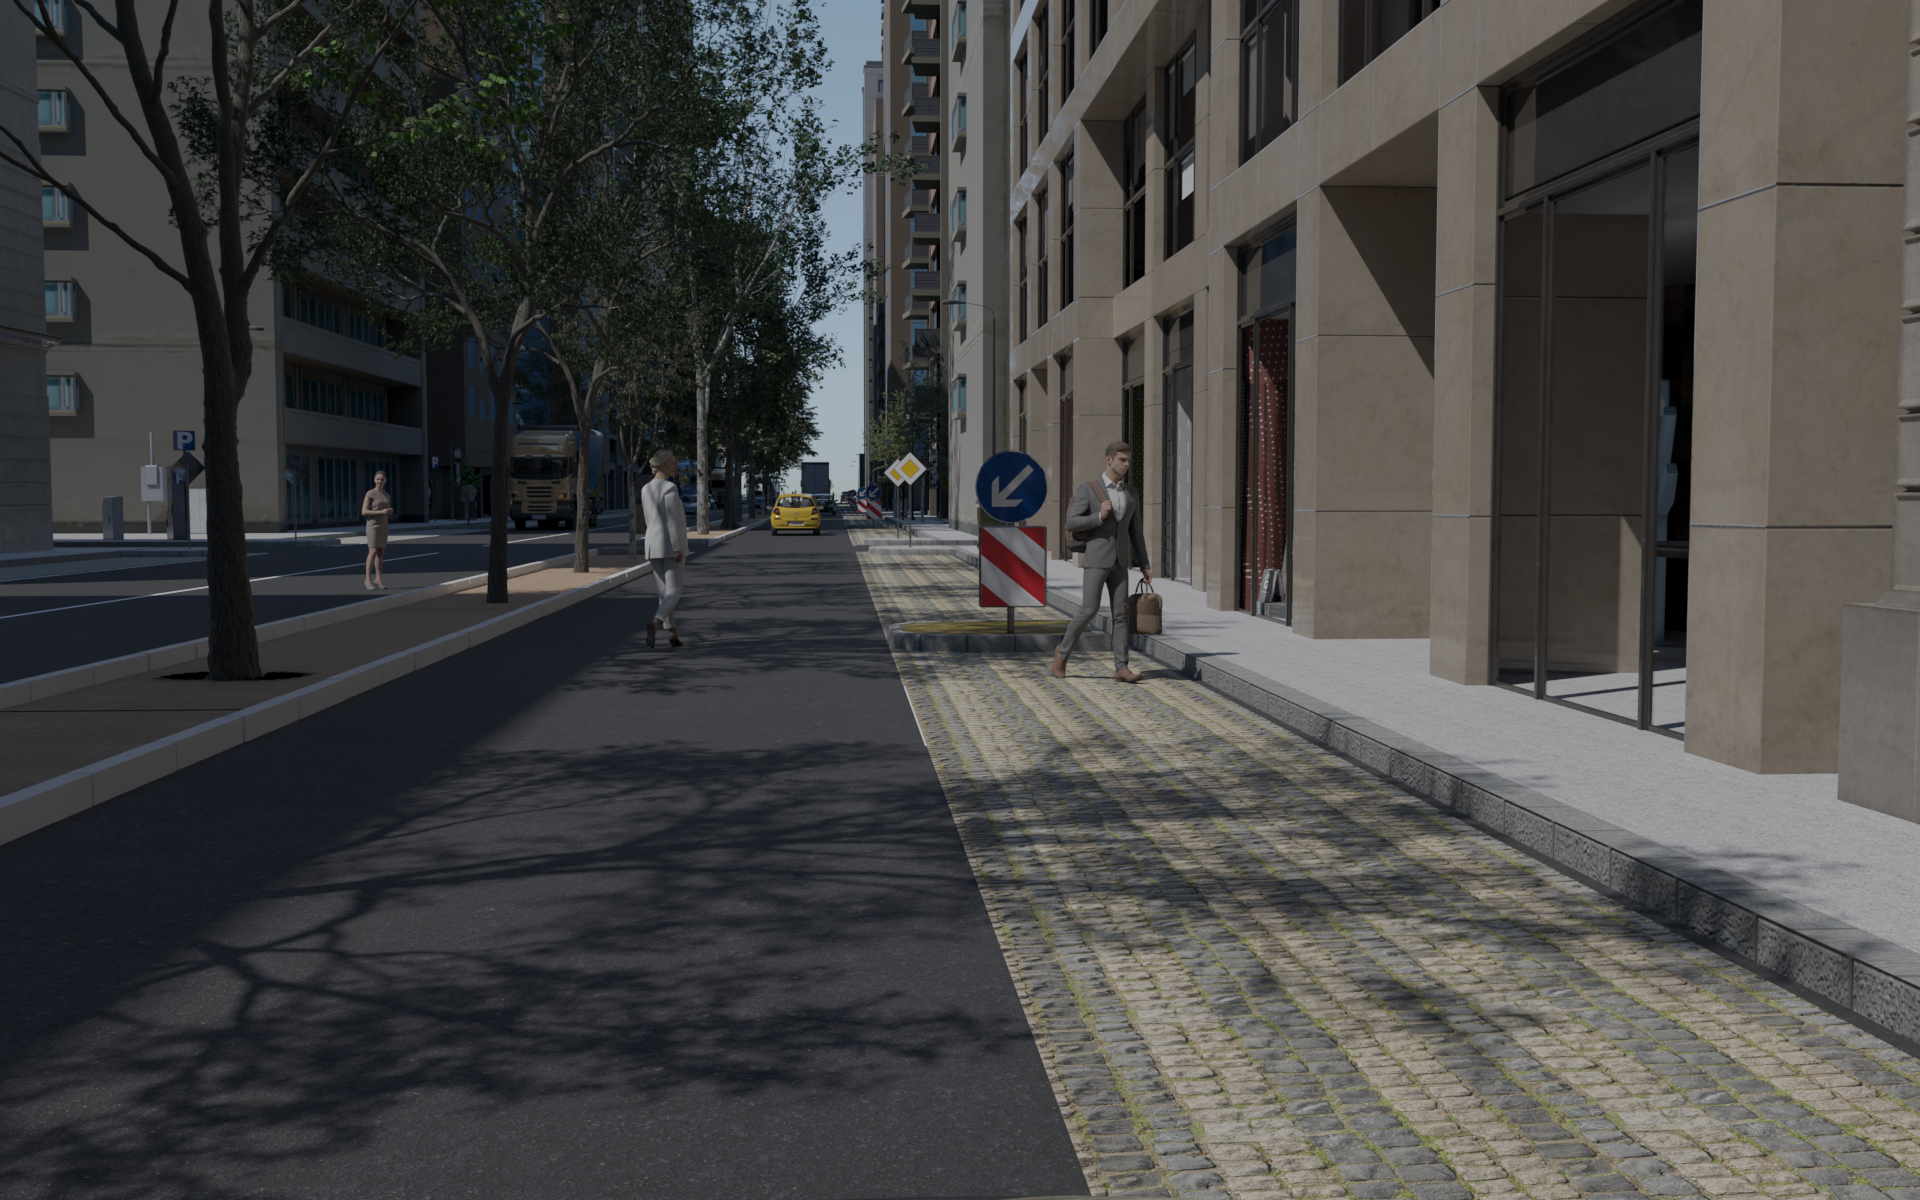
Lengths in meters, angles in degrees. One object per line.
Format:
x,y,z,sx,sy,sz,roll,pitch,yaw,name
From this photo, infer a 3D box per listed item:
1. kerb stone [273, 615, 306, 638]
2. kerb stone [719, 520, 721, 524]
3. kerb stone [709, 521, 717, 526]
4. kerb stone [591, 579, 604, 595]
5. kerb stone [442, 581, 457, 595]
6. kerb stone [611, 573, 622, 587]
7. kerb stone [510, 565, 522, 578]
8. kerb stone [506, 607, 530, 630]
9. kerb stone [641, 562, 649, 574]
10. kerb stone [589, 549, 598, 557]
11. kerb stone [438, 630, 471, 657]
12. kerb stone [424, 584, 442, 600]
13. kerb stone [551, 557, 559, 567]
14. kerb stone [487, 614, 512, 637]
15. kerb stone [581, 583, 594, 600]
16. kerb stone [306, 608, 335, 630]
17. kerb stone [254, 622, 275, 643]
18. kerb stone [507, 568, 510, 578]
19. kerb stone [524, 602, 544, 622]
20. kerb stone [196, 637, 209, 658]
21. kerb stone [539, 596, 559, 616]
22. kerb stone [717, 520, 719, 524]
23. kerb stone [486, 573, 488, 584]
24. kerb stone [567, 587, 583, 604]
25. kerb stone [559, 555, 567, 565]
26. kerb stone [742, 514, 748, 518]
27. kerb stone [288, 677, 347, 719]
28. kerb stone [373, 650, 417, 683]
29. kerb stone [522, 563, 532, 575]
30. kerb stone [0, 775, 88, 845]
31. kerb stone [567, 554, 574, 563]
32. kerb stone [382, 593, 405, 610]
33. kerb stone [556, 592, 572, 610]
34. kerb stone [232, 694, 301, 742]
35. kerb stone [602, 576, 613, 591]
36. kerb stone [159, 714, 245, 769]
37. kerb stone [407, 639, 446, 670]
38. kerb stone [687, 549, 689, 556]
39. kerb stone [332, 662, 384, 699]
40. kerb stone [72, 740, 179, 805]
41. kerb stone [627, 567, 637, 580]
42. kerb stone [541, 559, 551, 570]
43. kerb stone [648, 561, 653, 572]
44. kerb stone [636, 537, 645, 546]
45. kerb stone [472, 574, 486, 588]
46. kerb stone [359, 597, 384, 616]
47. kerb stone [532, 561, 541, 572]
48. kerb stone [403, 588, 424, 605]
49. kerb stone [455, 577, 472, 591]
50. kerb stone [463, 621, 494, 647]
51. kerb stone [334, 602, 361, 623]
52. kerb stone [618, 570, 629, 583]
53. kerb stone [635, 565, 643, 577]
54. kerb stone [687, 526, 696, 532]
-6.843,0.287,17.497,0.120,0.150,1.000,0,4,-4,kerb stone
-11.473,-3.623,81.433,0.120,0.150,1.000,0,4,-4,kerb stone
-11.331,-3.495,79.386,0.120,0.150,1.000,0,4,-4,kerb stone
-5.266,-0.160,24.810,0.120,0.150,1.000,0,4,-4,kerb stone
-7.362,-0.145,24.639,0.120,0.150,1.000,0,4,-4,kerb stone
-5.407,-0.285,26.849,0.120,0.150,1.000,0,4,-4,kerb stone
-7.721,-0.462,29.751,0.120,0.150,1.000,0,4,-4,kerb stone
-4.816,0.215,18.672,0.120,0.150,1.000,0,4,-4,kerb stone
-5.709,-0.535,30.940,0.120,0.150,1.000,0,4,-4,kerb stone
-8.475,-1.088,39.992,0.120,0.150,1.000,0,4,-4,kerb stone
-4.594,0.405,15.597,0.120,0.150,1.000,0,4,-4,kerb stone
-7.278,-0.087,23.619,0.120,0.150,1.000,0,4,-4,kerb stone
-8.029,-0.713,33.848,0.120,0.150,1.000,0,4,-4,kerb stone
-4.744,0.278,17.653,0.120,0.150,1.000,0,4,-4,kerb stone
-5.191,-0.091,23.785,0.120,0.150,1.000,0,4,-4,kerb stone
-6.913,0.225,18.517,0.120,0.150,1.000,0,4,-4,kerb stone
-6.766,0.350,16.478,0.120,0.150,1.000,0,4,-4,kerb stone
-7.658,-0.400,28.731,0.120,0.150,1.000,0,4,-4,kerb stone
-4.904,0.153,19.691,0.120,0.150,1.000,0,4,-4,kerb stone
-6.684,0.412,15.459,0.120,0.150,1.000,0,4,-4,kerb stone
-4.969,0.091,20.711,0.120,0.150,1.000,0,4,-4,kerb stone
-11.413,-3.560,80.404,0.120,0.150,1.000,0,4,-4,kerb stone
-7.577,-0.337,27.702,0.120,0.150,1.000,0,4,-4,kerb stone
-5.119,-0.031,22.765,0.120,0.150,1.000,0,4,-4,kerb stone
-8.100,-0.776,34.876,0.120,0.150,1.000,0,4,-4,kerb stone
-13.482,-5.311,109.038,0.120,0.150,1.000,0,4,-4,kerb stone
-4.296,0.657,11.513,0.120,0.150,1.000,0,4,-4,kerb stone
-4.454,0.529,13.553,0.120,0.150,1.000,0,4,-4,kerb stone
-7.797,-0.525,30.774,0.120,0.150,1.000,0,4,-4,kerb stone
-4.003,0.903,7.434,0.120,0.150,1.000,0,4,-4,kerb stone
-8.188,-0.838,35.898,0.120,0.150,1.000,0,4,-4,kerb stone
-7.134,0.038,21.579,0.120,0.150,1.000,0,4,-4,kerb stone
-5.042,0.031,21.736,0.120,0.150,1.000,0,4,-4,kerb stone
-4.223,0.716,10.493,0.120,0.150,1.000,0,4,-4,kerb stone
-5.341,-0.221,25.829,0.120,0.150,1.000,0,4,-4,kerb stone
-4.155,0.778,9.472,0.120,0.150,1.000,0,4,-4,kerb stone
-4.519,0.466,14.578,0.120,0.150,1.000,0,4,-4,kerb stone
-6.380,-1.094,40.144,0.120,0.150,1.000,0,4,-4,kerb stone
-4.380,0.591,12.531,0.120,0.150,1.000,0,4,-4,kerb stone
-4.079,0.841,8.453,0.120,0.150,1.000,0,4,-4,kerb stone
-5.556,-0.408,28.901,0.120,0.150,1.000,0,4,-4,kerb stone
-7.951,-0.648,32.826,0.120,0.150,1.000,0,4,-4,kerb stone
-5.783,-0.595,31.961,0.120,0.150,1.000,0,4,-4,kerb stone
-9.181,-1.685,49.738,0.120,0.150,1.000,0,4,-4,kerb stone
-7.503,-0.274,26.682,0.120,0.150,1.000,0,4,-4,kerb stone
-7.063,0.100,20.560,0.120,0.150,1.000,0,4,-4,kerb stone
-7.879,-0.588,31.806,0.120,0.150,1.000,0,4,-4,kerb stone
-7.205,-0.024,22.599,0.120,0.150,1.000,0,4,-4,kerb stone
-7.435,-0.210,25.658,0.120,0.150,1.000,0,4,-4,kerb stone
-4.662,0.341,16.624,0.120,0.150,1.000,0,4,-4,kerb stone
-6.985,0.162,19.540,0.120,0.150,1.000,0,4,-4,kerb stone
-5.491,-0.347,27.872,0.120,0.150,1.000,0,4,-4,kerb stone
-5.635,-0.470,29.920,0.120,0.150,1.000,0,4,-4,kerb stone
-10.442,-2.747,67.118,0.120,0.150,1.000,0,4,-4,kerb stone
